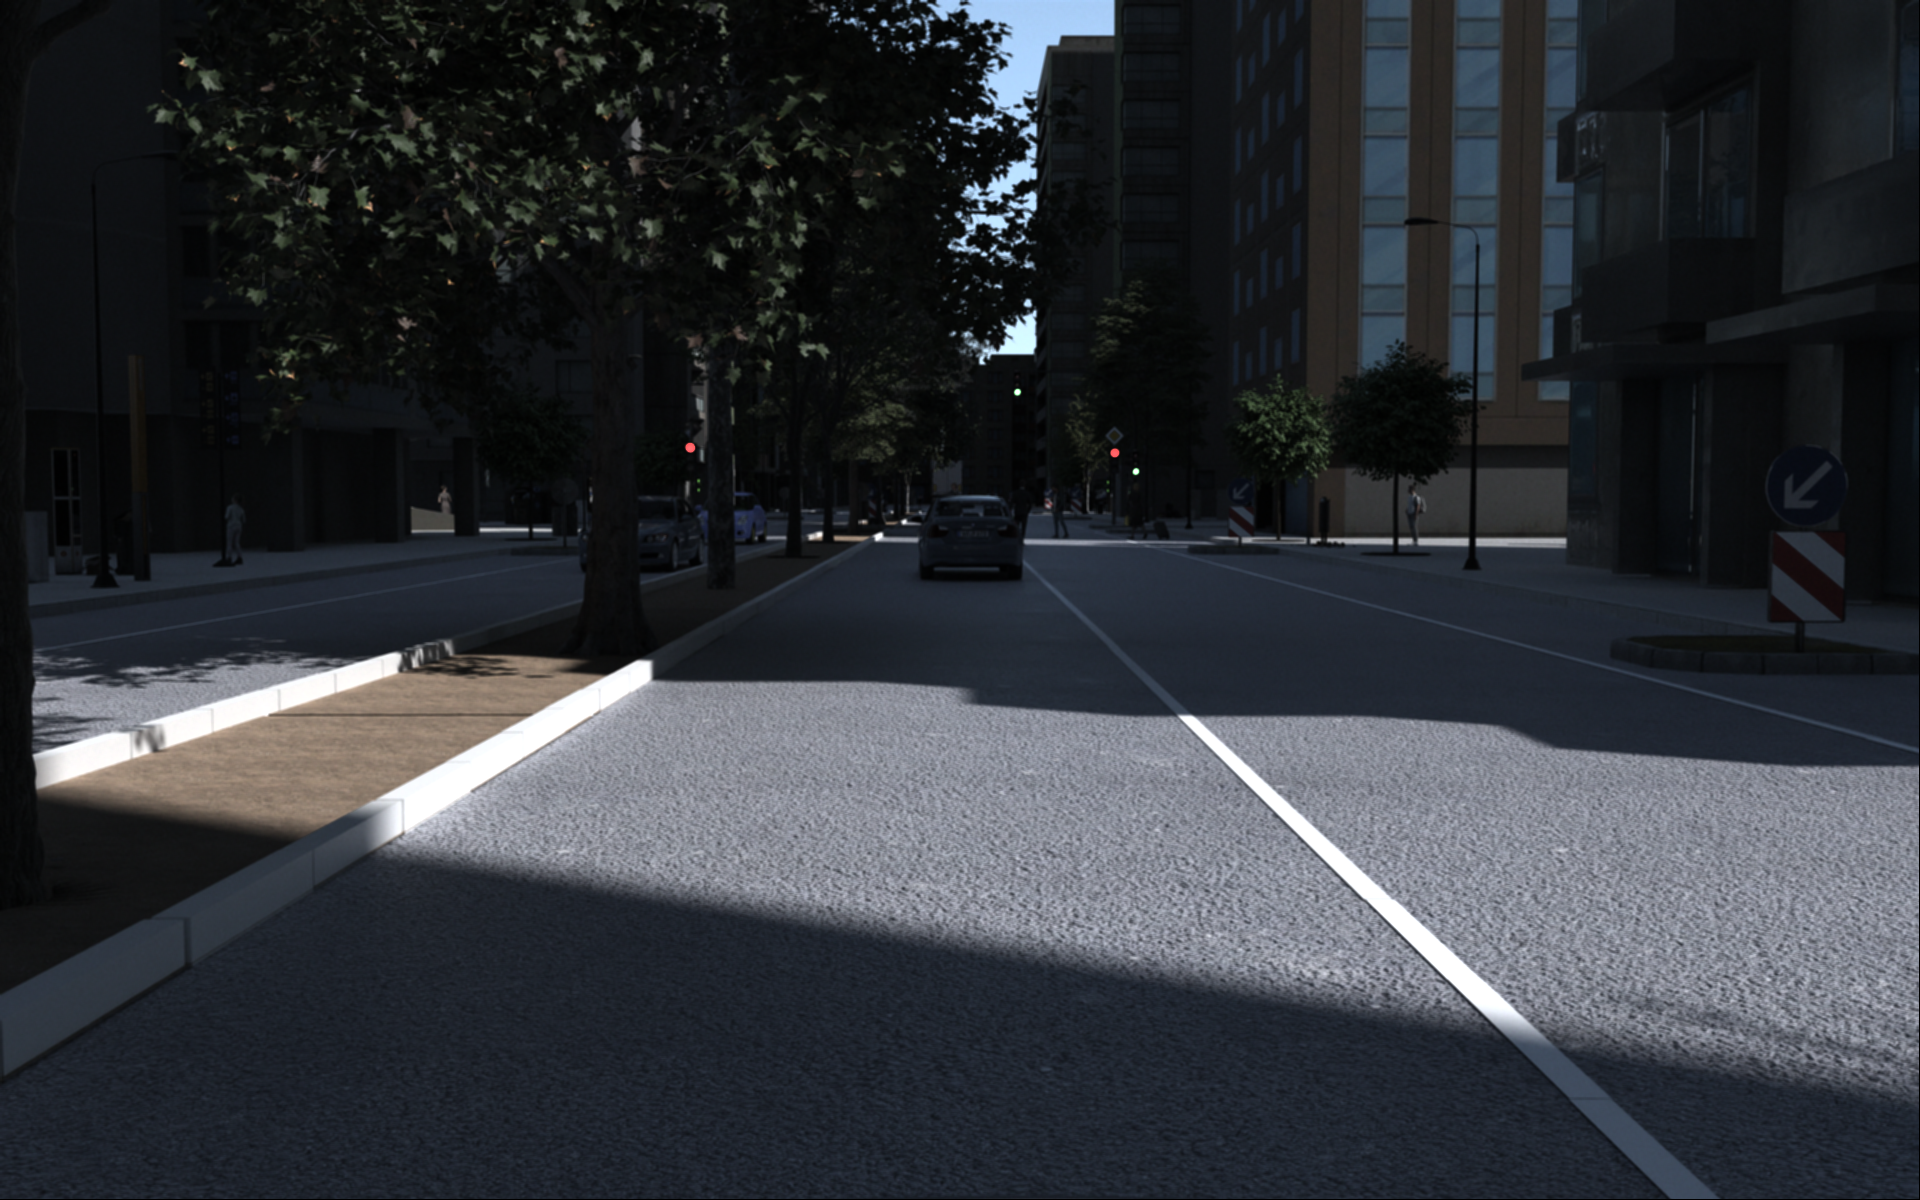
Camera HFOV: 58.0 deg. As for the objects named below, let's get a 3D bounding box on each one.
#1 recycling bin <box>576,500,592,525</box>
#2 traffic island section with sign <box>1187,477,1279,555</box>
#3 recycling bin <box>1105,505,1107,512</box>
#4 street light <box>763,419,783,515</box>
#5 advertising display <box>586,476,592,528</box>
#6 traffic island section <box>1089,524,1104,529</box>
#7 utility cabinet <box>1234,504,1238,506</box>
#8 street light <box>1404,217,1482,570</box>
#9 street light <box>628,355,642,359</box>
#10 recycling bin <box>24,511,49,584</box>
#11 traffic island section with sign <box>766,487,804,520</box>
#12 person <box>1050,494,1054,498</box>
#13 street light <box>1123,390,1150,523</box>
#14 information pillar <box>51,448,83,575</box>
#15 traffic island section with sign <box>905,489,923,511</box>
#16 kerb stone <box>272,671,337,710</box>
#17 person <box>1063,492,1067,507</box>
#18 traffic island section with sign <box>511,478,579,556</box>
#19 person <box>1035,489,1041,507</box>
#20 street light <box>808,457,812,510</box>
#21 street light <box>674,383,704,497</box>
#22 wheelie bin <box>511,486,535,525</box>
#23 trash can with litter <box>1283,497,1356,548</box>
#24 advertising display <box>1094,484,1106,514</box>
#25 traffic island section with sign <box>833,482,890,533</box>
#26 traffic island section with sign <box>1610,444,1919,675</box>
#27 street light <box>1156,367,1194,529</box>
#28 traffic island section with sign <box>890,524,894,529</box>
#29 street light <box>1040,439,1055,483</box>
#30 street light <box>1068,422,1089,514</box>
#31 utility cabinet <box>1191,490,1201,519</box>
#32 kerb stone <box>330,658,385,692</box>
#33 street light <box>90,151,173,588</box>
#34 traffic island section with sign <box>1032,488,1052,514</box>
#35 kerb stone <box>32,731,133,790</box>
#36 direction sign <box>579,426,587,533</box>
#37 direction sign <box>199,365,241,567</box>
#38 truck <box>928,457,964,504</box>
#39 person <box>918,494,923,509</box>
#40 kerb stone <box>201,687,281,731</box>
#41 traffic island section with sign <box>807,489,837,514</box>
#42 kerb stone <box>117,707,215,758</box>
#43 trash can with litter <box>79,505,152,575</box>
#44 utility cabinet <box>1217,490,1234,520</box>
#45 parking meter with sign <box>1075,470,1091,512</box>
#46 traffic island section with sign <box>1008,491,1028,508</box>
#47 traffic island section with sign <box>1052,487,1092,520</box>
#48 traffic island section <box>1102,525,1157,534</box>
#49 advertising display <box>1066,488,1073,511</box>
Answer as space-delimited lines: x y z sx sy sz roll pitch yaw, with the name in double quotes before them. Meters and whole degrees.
"recycling bin" -15.645 -3.681 72.739 0.722 1.027 0.722 3 5 45
"traffic island section with sign" 6.561 -2.035 41.898 1.989 1.847 2.006 0 4 0
"recycling bin" 10.997 -6.937 125.976 0.722 1.027 0.722 -1 4 -10
"street light" -11.622 -8.231 107.112 1.470 5.913 1.316 0 4 0
"advertising display" -13.341 -3.557 63.369 0.123 1.923 0.974 1 4 21
"traffic island section" 6.413 -3.036 71.914 2.009 0.180 2.903 0 4 0
"utility cabinet" 10.751 -3.280 64.793 1.020 1.237 0.306 0 4 7
"street light" 8.154 -3.468 29.243 1.470 5.913 1.316 0 4 0
"street light" -11.318 -5.224 57.954 1.470 5.913 1.316 0 4 0
"recycling bin" -13.698 -0.766 25.080 0.722 1.027 0.722 -1 4 -10
"traffic island section with sign" -9.721 -5.371 96.449 1.989 1.847 2.006 0 4 0
"person" 7.966 -8.691 148.945 0.742 1.727 0.445 1 4 9
"street light" 7.824 -6.421 77.518 1.470 5.913 1.316 0 4 0
"information pillar" -14.200 -1.410 27.544 0.304 2.012 0.304 0 4 1
"traffic island section with sign" -4.092 -8.473 146.666 2.006 1.907 1.989 0 4 0
"kerb stone" -4.526 0.631 11.874 0.120 0.150 1.000 0 4 0
"person" 9.250 -8.749 149.048 1.348 1.831 0.705 2 4 35
"traffic island section with sign" -9.473 -1.995 41.250 1.989 1.847 2.006 0 4 0
"person" 7.848 -10.378 175.748 0.705 1.821 1.348 -1 4 -19
"street light" -11.741 -10.330 141.437 1.470 5.913 1.316 0 4 0
"street light" -11.342 -6.099 72.262 1.470 5.913 1.316 0 4 0
"wheelie bin" -18.178 -3.920 71.995 0.980 1.594 0.693 0 4 -6
"trash can with litter" 8.802 -1.897 42.078 1.678 1.210 2.233 0 4 3
"advertising display" 9.107 -6.614 113.357 0.123 1.923 0.974 3 4 37
"traffic island section with sign" -3.711 -3.424 64.121 2.006 1.907 1.989 0 4 0
"traffic island section with sign" 6.685 -0.370 14.679 1.989 1.847 2.006 0 4 0
"street light" 7.889 -5.568 63.575 1.470 5.913 1.316 0 4 0
"traffic island section with sign" -3.735 -3.877 71.528 2.006 1.907 1.989 0 4 0
"street light" 7.503 -10.667 146.953 1.470 5.913 1.316 0 4 0
"street light" 7.683 -8.559 112.479 1.470 5.913 1.316 0 4 0
"utility cabinet" 11.769 -4.776 86.759 0.318 1.500 1.173 0 4 -7
"kerb stone" -4.526 0.570 12.897 0.120 0.150 1.000 0 4 0
"street light" -11.192 -3.122 23.591 1.470 5.913 1.316 0 4 0
"traffic island section with sign" 6.181 -7.035 123.651 1.989 1.847 2.006 0 4 0
"kerb stone" -4.509 0.820 8.791 0.120 0.150 1.000 0 4 0
"direction sign" -12.548 -4.023 57.768 0.379 3.537 0.876 -1 4 -23
"direction sign" -13.010 -2.355 30.506 0.876 3.537 0.379 1 4 20
"truck" -1.094 -9.120 138.028 2.839 4.237 11.283 0 4 -1
"person" -3.954 -9.787 171.713 0.628 1.438 0.799 -3 5 -39
"kerb stone" -4.527 0.694 10.852 0.120 0.150 1.000 0 4 0
"traffic island section with sign" -9.844 -7.044 123.802 1.989 1.847 2.006 0 4 0
"kerb stone" -4.512 0.757 9.812 0.120 0.150 1.000 0 4 0
"trash can with litter" -13.399 -0.983 27.466 1.055 1.170 0.624 -1 4 -11
"utility cabinet" 13.319 -4.716 85.783 1.173 1.500 0.318 0 4 1
"parking meter with sign" 8.635 -7.847 124.561 0.543 3.016 1.738 -3 5 -41
"traffic island section with sign" 5.943 -10.106 173.856 1.989 1.847 2.006 0 4 0
"traffic island section with sign" 6.309 -5.386 96.696 1.989 1.847 2.006 0 4 0
"traffic island section" 6.449 -2.547 63.929 2.009 0.180 2.903 0 4 0
"advertising display" 8.451 -7.741 131.783 0.974 1.923 0.123 -3 5 -39
